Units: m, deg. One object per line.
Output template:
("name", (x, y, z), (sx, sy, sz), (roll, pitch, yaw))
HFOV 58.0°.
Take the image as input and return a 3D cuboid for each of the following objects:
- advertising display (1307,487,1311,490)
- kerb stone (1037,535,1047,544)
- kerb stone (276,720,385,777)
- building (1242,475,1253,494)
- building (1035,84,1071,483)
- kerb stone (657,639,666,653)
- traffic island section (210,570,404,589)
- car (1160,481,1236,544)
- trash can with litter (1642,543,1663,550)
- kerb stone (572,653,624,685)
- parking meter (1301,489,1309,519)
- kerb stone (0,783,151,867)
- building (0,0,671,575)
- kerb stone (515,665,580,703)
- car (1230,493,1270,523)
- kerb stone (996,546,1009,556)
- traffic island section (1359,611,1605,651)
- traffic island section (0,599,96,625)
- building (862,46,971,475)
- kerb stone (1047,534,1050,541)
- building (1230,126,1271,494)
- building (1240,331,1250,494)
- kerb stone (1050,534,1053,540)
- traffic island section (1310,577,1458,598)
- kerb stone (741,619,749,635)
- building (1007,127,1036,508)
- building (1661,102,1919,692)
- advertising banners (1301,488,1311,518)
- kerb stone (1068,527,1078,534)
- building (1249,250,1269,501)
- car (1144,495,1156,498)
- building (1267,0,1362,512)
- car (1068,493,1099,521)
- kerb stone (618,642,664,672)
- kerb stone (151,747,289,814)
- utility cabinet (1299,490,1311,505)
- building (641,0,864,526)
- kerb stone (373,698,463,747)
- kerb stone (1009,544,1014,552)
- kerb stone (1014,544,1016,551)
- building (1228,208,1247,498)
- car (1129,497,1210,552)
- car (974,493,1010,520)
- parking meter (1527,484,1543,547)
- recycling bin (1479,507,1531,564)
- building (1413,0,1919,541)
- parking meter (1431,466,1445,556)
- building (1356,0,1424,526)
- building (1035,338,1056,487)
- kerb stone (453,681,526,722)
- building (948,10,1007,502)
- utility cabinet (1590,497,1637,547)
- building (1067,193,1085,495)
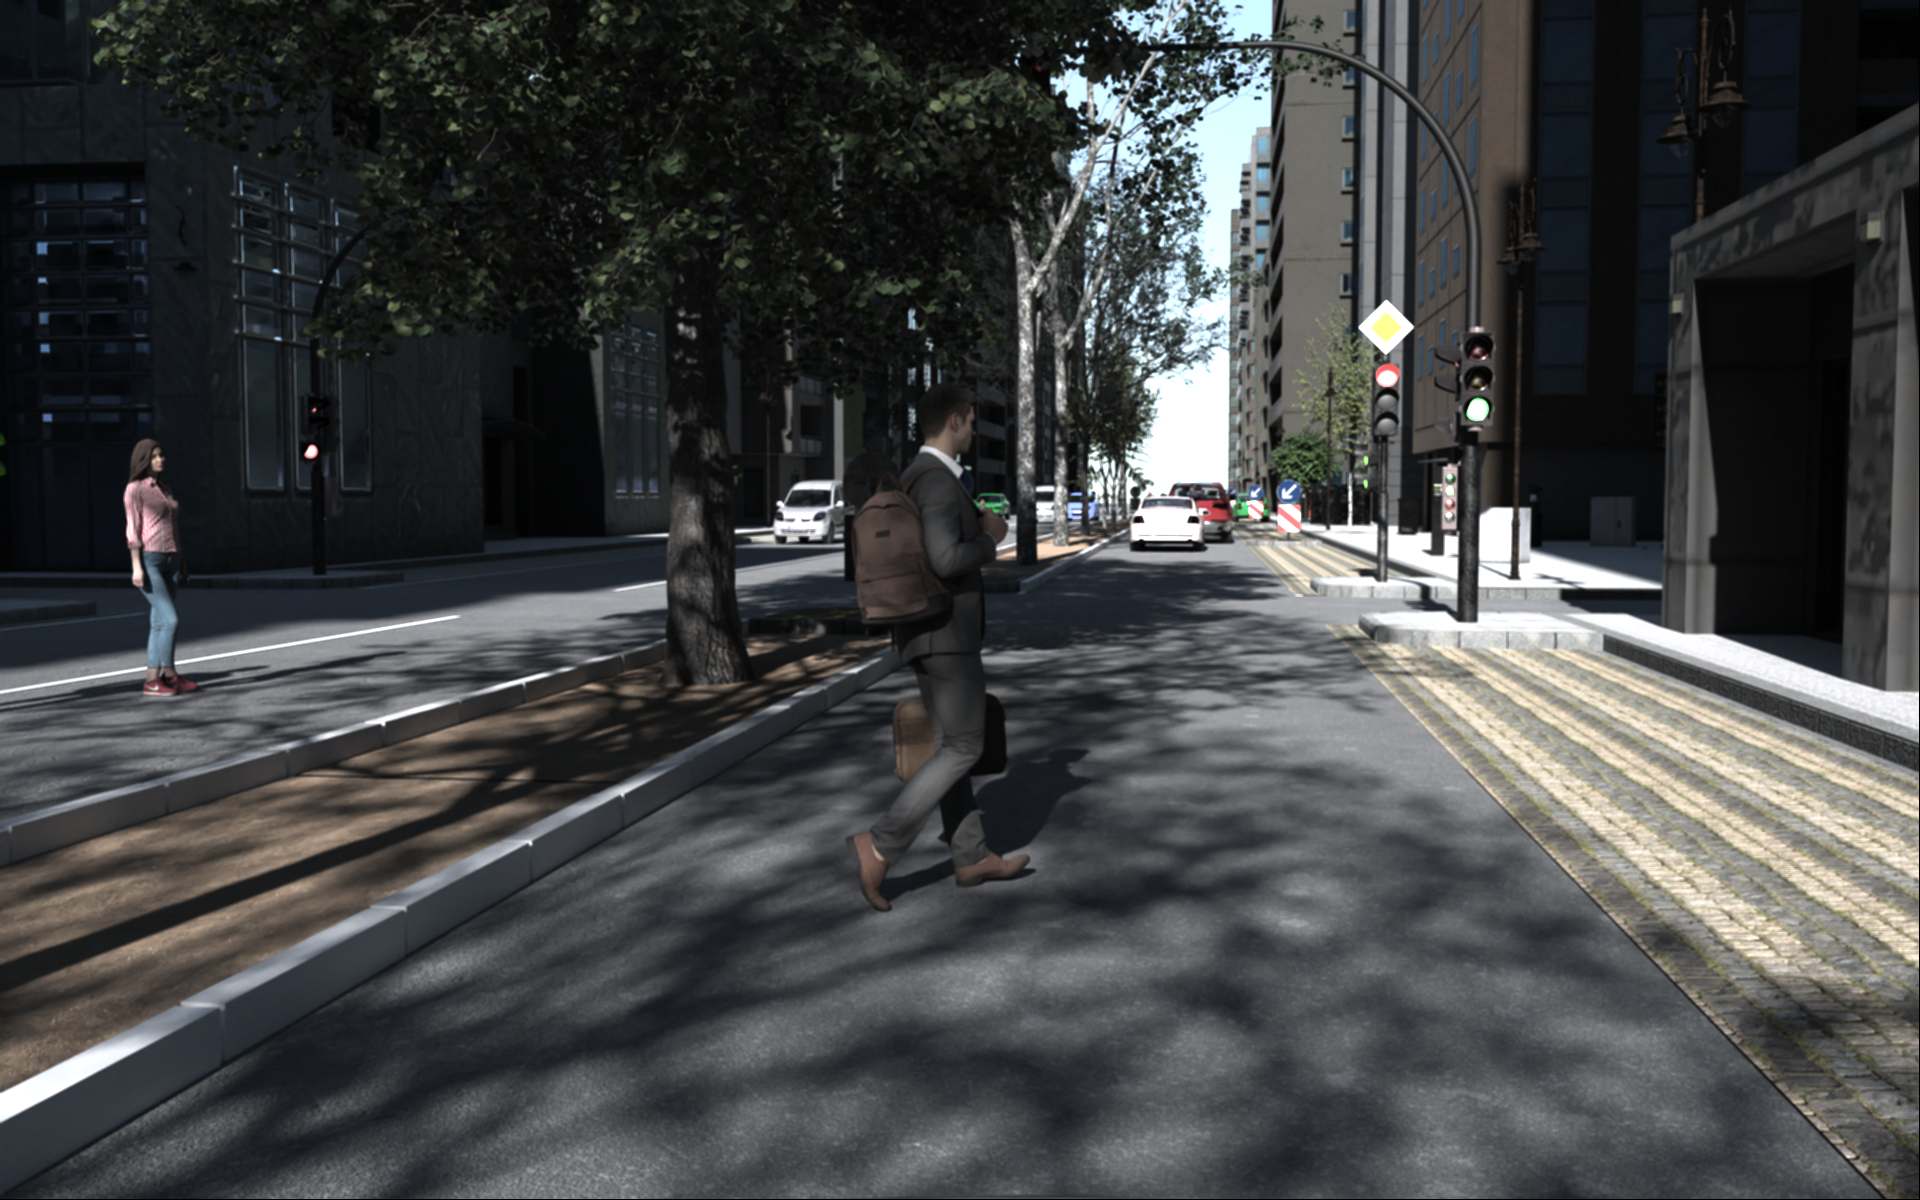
("advertising display", (19.973, -5.760, 99.390), (0.123, 1.923, 0.974), (0, 4, 1))
("kerb stone", (2.397, -1.786, 51.401), (0.120, 0.150, 1.000), (0, 4, 8))
("kerb stone", (-3.370, 0.796, 9.227), (0.120, 0.150, 1.000), (0, 4, 8))
("building", (42.770, -28.657, 160.419), (32.217, 40.220, 23.993), (0, 4, 8))
("building", (0.449, -39.128, 228.985), (28.713, 52.752, 27.495), (0, 4, 8))
("kerb stone", (-2.538, 0.420, 15.324), (0.120, 0.150, 1.000), (0, 4, 8))
("traffic island section", (-10.200, -0.322, 27.547), (2.009, 0.180, 2.903), (0, 4, 8))
("car", (7.097, -2.633, 51.718), (2.281, 1.827, 5.304), (1, 4, 8))
("trash can with litter", (16.749, -1.741, 39.527), (1.678, 1.210, 2.233), (-3, 5, -40))
("kerb stone", (-2.823, 0.544, 13.296), (0.120, 0.150, 1.000), (0, 4, 8))
("parking meter", (17.577, -4.879, 88.185), (0.372, 1.533, 0.369), (0, 3, 0))
("kerb stone", (-3.650, 0.918, 7.188), (0.120, 0.150, 1.000), (0, 4, 8))
("building", (-20.774, -44.586, 41.652), (22.319, 86.520, 31.000), (0, 4, 8))
("kerb stone", (-2.950, 0.606, 12.282), (0.120, 0.150, 1.000), (0, 4, 8))
("car", (14.687, -4.825, 87.678), (1.959, 1.807, 4.718), (0, 4, 6))
("kerb stone", (1.001, -1.159, 41.230), (0.120, 0.150, 1.000), (0, 4, 8))
("traffic island section", (5.107, 0.299, 17.398), (2.009, 0.180, 2.903), (0, 4, 8))
("traffic island section", (-11.282, 0.162, 19.635), (2.009, 0.180, 2.903), (0, 4, 8))
("building", (-12.103, -30.495, 118.205), (23.786, 49.044, 30.456), (0, 4, 8))
("kerb stone", (2.532, -1.846, 52.414), (0.120, 0.150, 1.000), (0, 4, 8))
("building", (47.598, -37.078, 225.832), (23.786, 49.044, 30.456), (0, 4, 8))
("building", (46.127, -21.465, 195.986), (27.650, 21.520, 28.899), (0, 4, 8))
("kerb stone", (2.675, -1.911, 53.441), (0.120, 0.150, 1.000), (0, 4, 8))
("traffic island section", (6.189, -0.185, 25.310), (2.009, 0.180, 2.903), (0, 4, 8))
("kerb stone", (-2.259, 0.296, 17.351), (0.120, 0.150, 1.000), (0, 4, 8))
("building", (-0.496, -29.302, 162.681), (14.154, 41.232, 14.086), (0, 4, 8))
("building", (15.467, -34.537, 2.938), (20.563, 71.187, 20.611), (0, 4, 8))
("advertising banners", (19.220, -6.022, 94.653), (2.074, 3.025, 0.090), (3, 5, 42))
("kerb stone", (4.199, -2.594, 64.612), (0.120, 0.150, 1.000), (0, 4, 8))
("building", (37.280, -17.741, 135.097), (27.650, 21.520, 28.899), (0, 4, 8))
("car", (27.363, -14.408, 248.157), (1.945, 1.354, 3.894), (1, 4, 8))
("building", (30.887, -29.720, 109.626), (21.300, 48.544, 21.600), (0, 4, 8))
("car", (6.460, -5.056, 92.256), (1.945, 1.707, 3.694), (1, 4, 10))
("kerb stone", (-2.674, 0.485, 14.311), (0.120, 0.150, 1.000), (0, 4, 8))
("kerb stone", (-3.510, 0.858, 8.208), (0.120, 0.150, 1.000), (0, 4, 8))
("utility cabinet", (19.587, -5.433, 97.504), (1.173, 1.500, 0.318), (2, 4, 27))
("building", (-12.191, -23.794, 72.634), (14.154, 41.232, 14.086), (0, 4, 8))
("kerb stone", (-3.226, 0.731, 10.248), (0.120, 0.150, 1.000), (0, 4, 8))
("kerb stone", (1.139, -1.226, 42.245), (0.120, 0.150, 1.000), (0, 4, 8))
("kerb stone", (1.281, -1.288, 43.257), (0.120, 0.150, 1.000), (0, 4, 8))
("building", (45.713, -34.567, 248.763), (14.154, 41.232, 14.086), (0, 4, 8))
("car", (5.373, -1.972, 44.612), (2.083, 1.381, 4.827), (1, 4, 9))
("car", (1.719, -5.349, 96.256), (1.959, 1.807, 4.718), (1, 4, 9))
("parking meter", (13.944, -2.057, 42.039), (0.372, 1.533, 0.369), (0, 3, 0))
("recycling bin", (10.150, -1.206, 32.273), (0.722, 1.027, 0.722), (3, 5, 43))
("building", (21.878, -24.584, 52.068), (14.600, 45.320, 14.200), (0, 4, 8))
("parking meter", (9.972, -1.859, 36.110), (0.255, 1.863, 0.399), (1, 4, 14))
("building", (29.445, -32.909, 80.056), (21.231, 58.520, 28.212), (0, 4, 8))
("building", (-2.729, -21.790, 201.302), (27.650, 21.520, 28.899), (0, 4, 8))
("kerb stone", (-3.094, 0.670, 11.270), (0.120, 0.150, 1.000), (0, 4, 8))
("building", (-7.816, -31.845, 144.362), (21.300, 48.544, 21.600), (0, 4, 8))
("utility cabinet", (15.886, -1.894, 42.124), (1.020, 1.237, 0.306), (3, 5, 41))
("building", (10.533, -36.620, 248.840), (14.600, 45.320, 14.200), (0, 4, 8))
